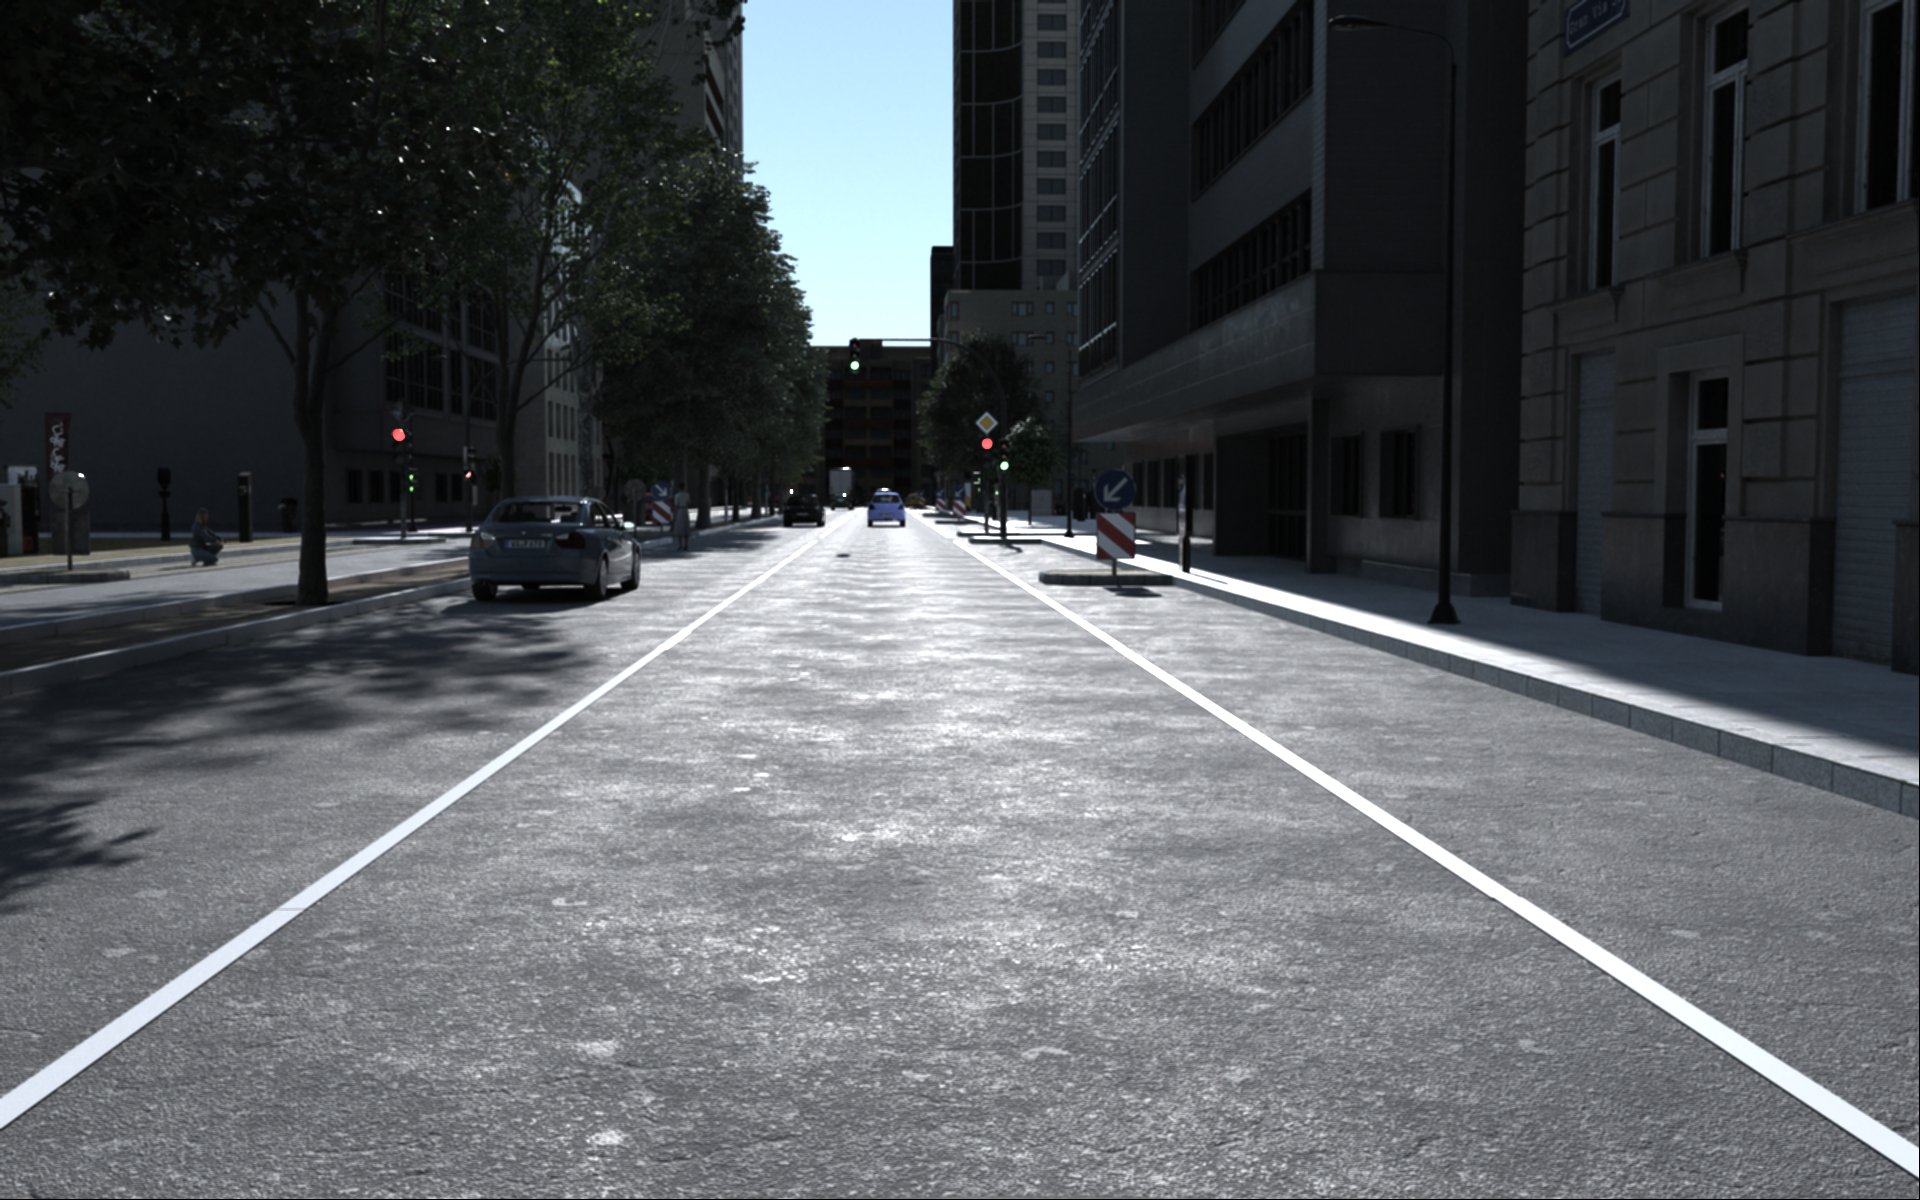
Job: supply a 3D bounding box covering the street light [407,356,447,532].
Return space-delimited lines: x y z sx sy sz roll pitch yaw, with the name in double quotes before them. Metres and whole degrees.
"street light" -17.931 -5.244 58.288 1.470 5.913 1.316 0 4 -3

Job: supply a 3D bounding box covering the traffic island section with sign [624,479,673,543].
"traffic island section with sign" -9.608 -2.604 50.711 2.006 1.907 1.989 0 4 -3

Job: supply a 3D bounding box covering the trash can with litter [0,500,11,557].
"trash can with litter" -19.750 -1.440 34.933 1.055 1.170 0.624 0 4 -4

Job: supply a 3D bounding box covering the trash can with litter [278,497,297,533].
"trash can with litter" -22.305 -2.817 57.440 0.624 1.170 1.055 -1 4 -23

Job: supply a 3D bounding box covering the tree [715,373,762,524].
"tree" -10.943 -7.838 80.965 4.737 8.622 4.395 0 3 0

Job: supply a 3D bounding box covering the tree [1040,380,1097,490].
"tree" 7.035 -9.713 109.168 4.360 8.622 3.978 0 3 0

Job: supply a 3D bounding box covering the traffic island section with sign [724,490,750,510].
"traffic island section with sign" -20.764 -9.267 160.145 1.989 1.847 2.006 0 4 -3

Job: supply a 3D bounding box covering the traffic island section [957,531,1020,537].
"traffic island section" 0.927 -2.242 58.938 2.009 0.180 2.903 0 4 -3

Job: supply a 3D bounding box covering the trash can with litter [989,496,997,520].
"trash can with litter" 1.859 -4.518 85.260 0.624 1.170 1.055 2 4 28

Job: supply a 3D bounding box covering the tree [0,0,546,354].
"tree" -8.141 -5.654 11.915 9.611 12.733 9.660 0 3 0

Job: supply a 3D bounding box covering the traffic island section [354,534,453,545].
"traffic island section" -16.137 -1.707 50.184 2.009 0.180 2.903 0 4 -3

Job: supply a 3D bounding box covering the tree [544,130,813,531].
"tree" -10.070 -9.330 61.651 9.857 13.997 8.962 0 3 0

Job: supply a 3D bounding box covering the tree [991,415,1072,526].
"tree" 2.930 -5.323 70.748 4.285 4.588 4.351 0 3 0

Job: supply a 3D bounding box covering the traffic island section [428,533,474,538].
"traffic island section" -16.497 -2.195 58.161 2.009 0.180 2.903 0 4 -3

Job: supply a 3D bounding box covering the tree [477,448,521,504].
"tree" -19.080 -4.701 71.460 1.663 3.219 1.824 0 3 0

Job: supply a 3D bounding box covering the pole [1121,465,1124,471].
"pole" 11.525 -7.907 123.128 0.158 3.312 0.155 0 3 0

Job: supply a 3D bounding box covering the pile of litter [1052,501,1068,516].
"pile of litter" 5.695 -5.397 102.207 1.719 0.858 1.176 -1 4 -19

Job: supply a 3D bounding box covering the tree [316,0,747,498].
"tree" -10.526 -11.308 43.234 12.611 20.169 13.585 0 3 0

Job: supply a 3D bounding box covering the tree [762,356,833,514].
"tree" -12.885 -12.416 123.579 7.486 12.596 7.792 0 3 0

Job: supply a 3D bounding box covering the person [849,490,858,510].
"person" -9.898 -9.231 159.362 0.705 1.831 1.348 -3 5 -40

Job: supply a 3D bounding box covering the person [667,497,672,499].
"person" -19.231 -6.410 113.859 0.519 1.759 0.362 1 4 13

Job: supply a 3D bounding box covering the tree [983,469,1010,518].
"tree" 1.795 -6.035 93.267 1.663 3.219 1.824 0 3 0

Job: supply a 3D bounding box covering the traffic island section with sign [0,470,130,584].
"traffic island section with sign" -14.831 -1.208 28.377 1.989 1.847 2.006 0 4 -3

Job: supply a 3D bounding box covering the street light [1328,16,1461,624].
"street light" 4.273 -2.721 17.026 1.470 5.913 1.316 0 4 -3

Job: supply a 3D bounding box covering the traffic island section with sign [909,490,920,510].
"traffic island section with sign" -3.653 -9.294 160.590 1.989 1.847 2.006 0 4 -3

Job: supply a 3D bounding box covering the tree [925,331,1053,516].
"tree" 1.525 -10.118 99.838 8.767 10.594 7.601 2 4 31

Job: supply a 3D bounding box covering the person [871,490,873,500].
"person" -8.311 -9.544 164.483 0.705 1.831 1.348 0 4 -6

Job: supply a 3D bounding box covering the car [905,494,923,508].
"car" -4.788 -10.480 181.564 2.015 1.641 3.980 0 4 -3

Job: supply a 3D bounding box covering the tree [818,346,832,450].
"tree" -11.824 -11.674 99.976 9.857 13.997 8.962 0 3 0

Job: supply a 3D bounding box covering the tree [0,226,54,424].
"tree" -25.657 -5.810 45.363 4.737 8.622 4.395 0 3 0

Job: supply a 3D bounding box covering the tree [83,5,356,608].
"tree" -8.211 -5.724 21.805 9.928 11.665 9.643 0 3 0

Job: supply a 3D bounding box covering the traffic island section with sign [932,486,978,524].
"traffic island section with sign" -0.185 -4.580 83.512 1.989 1.847 2.006 0 4 -3

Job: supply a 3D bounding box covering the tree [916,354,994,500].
"tree" -0.150 -13.582 140.186 7.486 12.596 7.792 0 3 0

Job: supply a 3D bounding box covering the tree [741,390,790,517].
"tree" -12.070 -9.473 107.699 4.360 8.622 3.978 0 3 0

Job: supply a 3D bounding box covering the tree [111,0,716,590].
"tree" -8.336 -6.337 31.819 9.928 11.665 9.643 0 3 0

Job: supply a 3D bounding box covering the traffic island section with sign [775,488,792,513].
"traffic island section with sign" -13.322 -7.648 133.174 2.006 1.907 1.989 0 4 -3

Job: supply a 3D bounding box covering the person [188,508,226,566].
"person" -14.956 -1.257 34.554 0.738 1.151 1.012 0 4 -5

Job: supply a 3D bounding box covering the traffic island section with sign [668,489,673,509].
"traffic island section with sign" -18.505 -6.202 110.034 1.989 1.847 2.006 0 4 -3

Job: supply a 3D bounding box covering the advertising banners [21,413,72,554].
"advertising banners" -20.125 -2.503 37.107 2.074 3.025 0.090 -1 4 -15

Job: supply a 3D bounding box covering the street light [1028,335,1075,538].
"street light" 2.682 -4.792 50.897 1.470 5.913 1.316 0 4 -3

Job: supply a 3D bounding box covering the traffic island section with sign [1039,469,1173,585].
"traffic island section with sign" 2.312 -1.192 28.120 1.989 1.847 2.006 0 4 -3

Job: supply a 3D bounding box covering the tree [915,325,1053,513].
"tree" 1.578 -12.286 117.888 9.611 12.733 9.660 0 3 0

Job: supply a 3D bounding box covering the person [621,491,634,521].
"person" -13.509 -3.848 70.780 0.474 1.900 0.648 2 4 28

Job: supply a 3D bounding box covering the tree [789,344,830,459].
"tree" -11.512 -9.852 89.289 9.928 11.665 9.643 0 3 0

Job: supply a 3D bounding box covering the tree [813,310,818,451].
"tree" -10.672 -9.936 71.572 9.857 13.997 8.962 0 3 0

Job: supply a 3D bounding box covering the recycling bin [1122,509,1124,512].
"recycling bin" 9.686 -5.278 98.845 0.722 1.027 0.722 2 4 33

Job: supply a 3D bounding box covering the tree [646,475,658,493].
"tree" -21.982 -7.936 124.355 1.663 3.219 1.824 0 3 0

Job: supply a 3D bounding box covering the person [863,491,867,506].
"person" -11.337 -12.076 205.951 0.705 1.824 1.348 -1 4 -21

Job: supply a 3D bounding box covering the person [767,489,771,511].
"person" -15.832 -8.261 143.436 0.599 1.838 0.709 -3 5 -44

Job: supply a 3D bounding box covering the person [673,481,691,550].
"person" -7.113 -2.145 44.144 0.480 1.755 0.524 -3 5 -41

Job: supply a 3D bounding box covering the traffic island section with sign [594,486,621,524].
"traffic island section with sign" -17.273 -4.534 82.755 1.989 1.847 2.006 0 4 -3

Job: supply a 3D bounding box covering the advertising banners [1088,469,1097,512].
"advertising banners" 9.066 -7.729 122.551 0.090 3.025 2.074 -2 4 -30

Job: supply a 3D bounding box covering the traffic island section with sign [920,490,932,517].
"traffic island section with sign" -1.385 -6.227 110.441 1.989 1.847 2.006 0 4 -3

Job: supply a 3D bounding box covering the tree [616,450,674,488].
"tree" -23.009 -9.002 130.896 4.285 4.588 4.351 0 3 0

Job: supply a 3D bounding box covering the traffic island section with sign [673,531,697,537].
"traffic island section with sign" -9.931 -3.057 58.112 2.006 1.907 1.989 0 4 -3

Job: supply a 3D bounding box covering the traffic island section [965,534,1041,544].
"traffic island section" 1.287 -1.754 50.961 2.009 0.180 2.903 0 4 -3

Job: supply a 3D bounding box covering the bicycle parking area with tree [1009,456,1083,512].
"bicycle parking area with tree" 6.453 -8.774 130.460 8.231 4.147 9.016 2 4 35
